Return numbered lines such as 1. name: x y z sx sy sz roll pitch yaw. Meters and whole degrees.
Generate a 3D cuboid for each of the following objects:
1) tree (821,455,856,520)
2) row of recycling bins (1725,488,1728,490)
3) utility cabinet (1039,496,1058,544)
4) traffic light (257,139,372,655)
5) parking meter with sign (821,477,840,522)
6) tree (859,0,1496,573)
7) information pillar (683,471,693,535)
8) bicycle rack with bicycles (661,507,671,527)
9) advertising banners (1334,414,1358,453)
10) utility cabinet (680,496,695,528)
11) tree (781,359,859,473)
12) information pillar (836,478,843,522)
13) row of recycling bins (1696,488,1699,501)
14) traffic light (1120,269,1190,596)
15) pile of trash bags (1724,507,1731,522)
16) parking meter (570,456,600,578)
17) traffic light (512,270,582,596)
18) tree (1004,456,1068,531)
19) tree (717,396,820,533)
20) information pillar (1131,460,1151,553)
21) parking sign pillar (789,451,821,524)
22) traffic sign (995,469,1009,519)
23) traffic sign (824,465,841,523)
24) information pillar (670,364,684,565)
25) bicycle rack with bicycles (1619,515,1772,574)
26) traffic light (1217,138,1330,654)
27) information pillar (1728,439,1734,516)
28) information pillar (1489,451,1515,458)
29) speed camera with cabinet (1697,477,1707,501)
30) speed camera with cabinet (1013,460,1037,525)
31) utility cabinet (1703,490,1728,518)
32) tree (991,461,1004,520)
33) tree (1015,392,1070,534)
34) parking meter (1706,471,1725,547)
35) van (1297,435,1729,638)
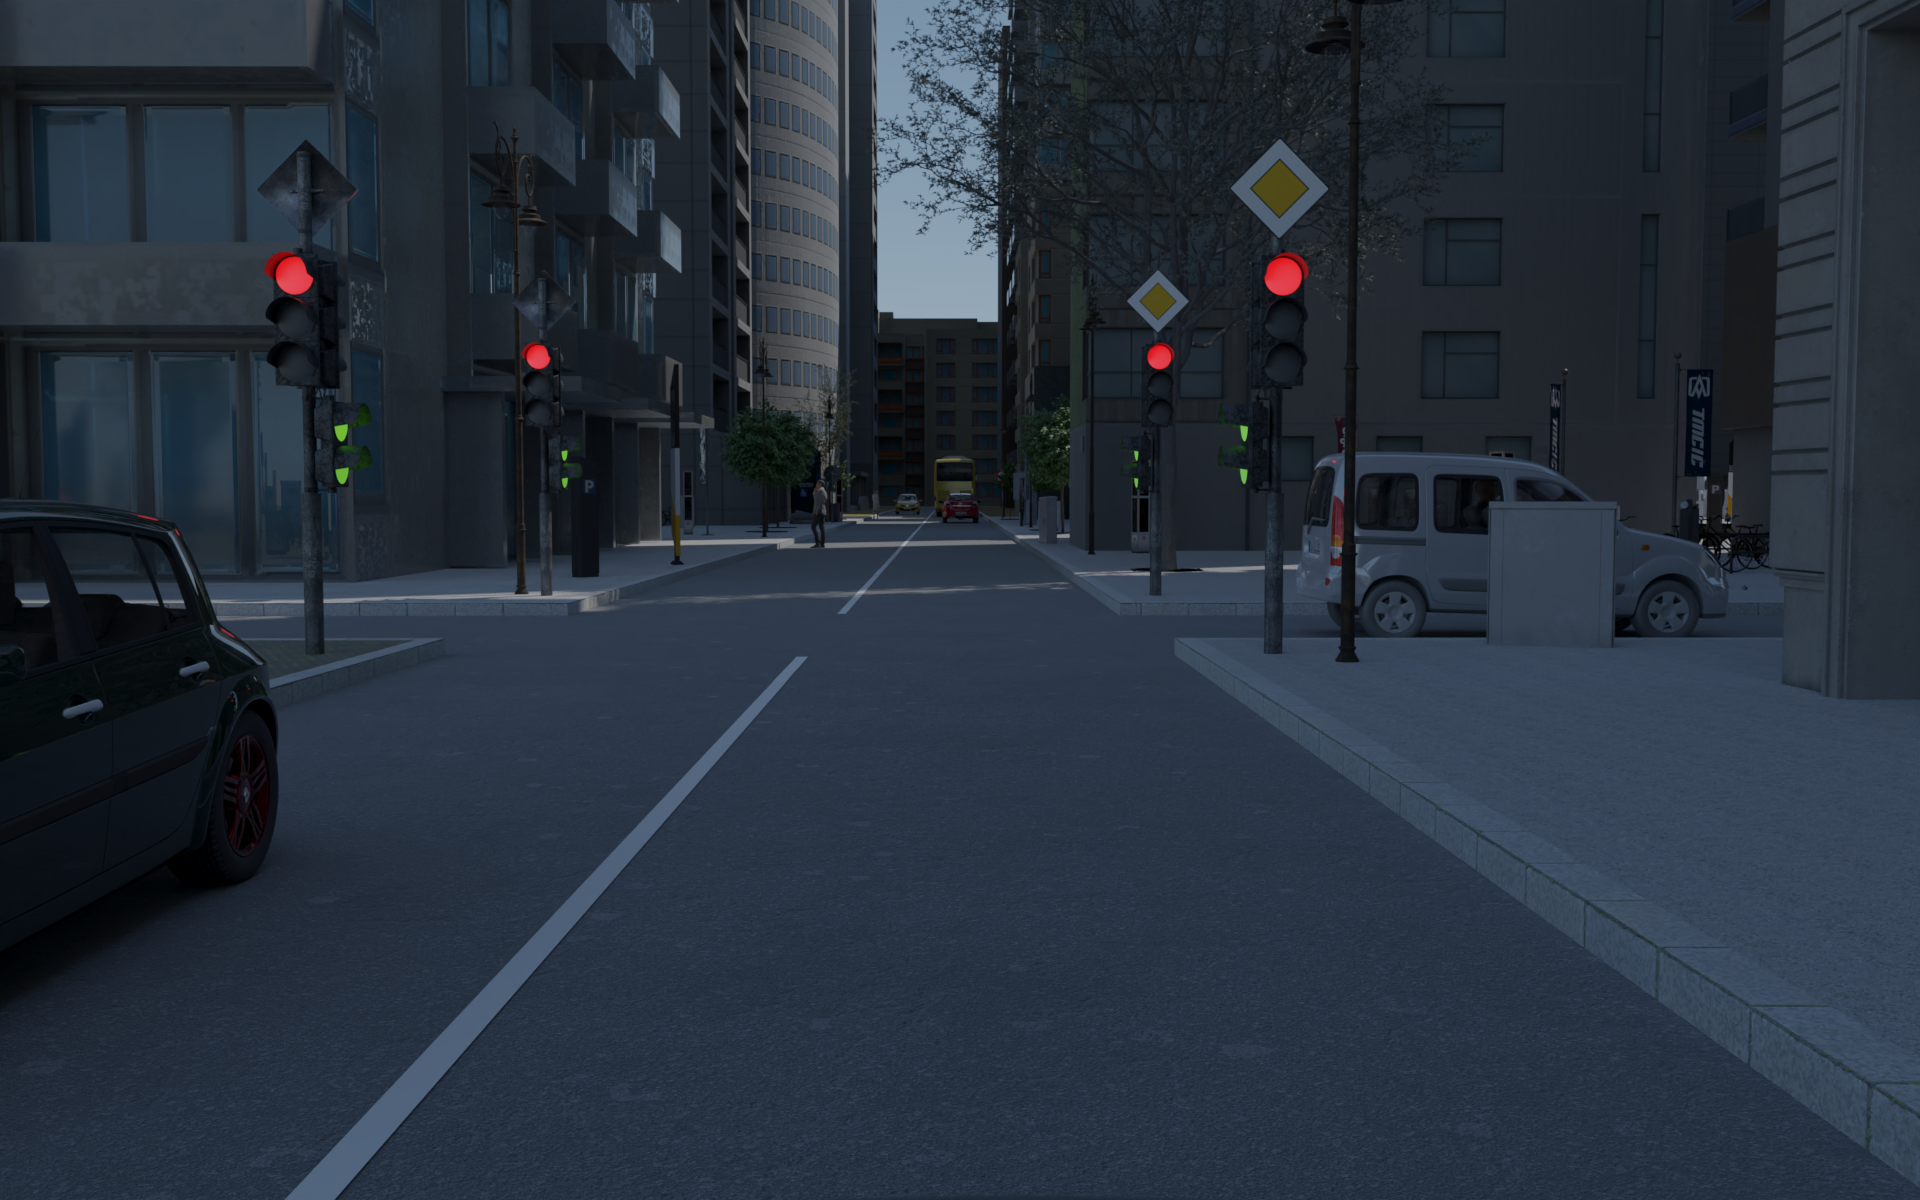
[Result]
1. tree: -6.247 -5.636 86.745 1.663 3.219 1.824 0 3 0
2. row of recycling bins: 42.041 -5.234 92.681 1.069 1.692 3.534 0 4 -7
3. utility cabinet: 2.287 -2.078 45.130 0.306 1.237 1.020 -1 4 -9
4. traffic light: -5.158 -1.520 13.775 0.839 4.253 0.868 0 4 0
5. parking meter with sign: -6.339 -5.064 79.051 1.738 3.016 0.543 1 4 15
6. tree: 3.498 -7.209 28.243 12.009 13.543 11.850 0 3 0
7. information pillar: -8.620 -3.083 54.905 0.304 2.012 0.304 -1 4 -9
8. bicycle rack with bicycles: -12.395 -3.359 68.303 2.925 0.926 2.852 0 4 -7
9. advertising banners: 9.219 -2.552 37.907 2.074 3.025 0.090 1 4 19
10. utility cabinet: -10.400 -3.311 65.295 0.306 1.237 1.020 1 4 23
11. tree: -7.373 -8.796 94.177 4.360 8.622 3.978 0 3 0
12. information pillar: -5.591 -4.633 80.248 0.304 2.012 0.304 0 4 -1
13. row of recycling bins: 30.661 -4.058 73.454 1.069 1.692 3.534 1 4 18
14. traffic light: 2.457 -2.012 21.820 0.839 4.253 0.868 0 4 0
15. pile of trash bags: 40.941 -4.769 87.720 3.447 1.369 1.912 -1 4 -14
16. parking meter: -5.781 -1.286 26.738 0.255 1.863 0.399 3 5 43
17. traffic light: -5.204 -2.009 21.760 0.839 4.253 0.868 0 4 0
18. tree: 2.851 -4.036 60.590 1.663 3.219 1.824 0 3 0
19. tree: -6.485 -4.559 58.254 4.285 4.588 4.351 0 3 0
20. information pillar: 3.917 -2.022 37.546 0.304 2.012 0.304 -1 4 -23
21. parking sign pillar: -6.660 -5.278 74.774 1.447 3.967 1.447 2 4 26
22. traffic sign: 2.197 -5.438 89.019 0.768 2.556 0.104 0 4 3
23. traffic sign: -5.639 -4.662 76.335 0.768 2.556 0.104 0 4 6
24. information pillar: -5.165 -2.451 31.429 0.183 3.616 0.504 -1 4 -19
25. bicycle rack with bicycles: 13.000 -0.950 28.918 2.925 0.926 2.852 0 4 -5
26. traffic light: 2.503 -1.524 13.835 0.839 4.253 0.868 0 4 0
27. information pillar: 29.590 -4.577 66.195 0.183 3.616 0.504 -1 4 -20
28. information pillar: 9.291 -1.545 29.752 0.304 2.012 0.304 -2 4 -35
29. speed camera with cabinet: 35.293 -5.415 82.877 0.660 3.252 2.038 2 4 30
30. speed camera with cabinet: 2.722 -4.771 72.333 0.660 3.252 2.038 1 4 16
31. utility cabinet: 40.299 -5.119 92.369 0.318 1.500 1.173 -3 4 -38
32. tree: 2.379 -5.633 86.707 1.663 3.219 1.824 0 3 0
33. tree: 3.400 -4.435 56.233 4.285 4.588 4.351 0 3 0
34. parking meter: 18.402 -2.230 42.179 0.399 1.863 0.255 2 4 24
35. van: 5.510 -0.633 17.367 4.112 2.044 2.013 0 4 -1
